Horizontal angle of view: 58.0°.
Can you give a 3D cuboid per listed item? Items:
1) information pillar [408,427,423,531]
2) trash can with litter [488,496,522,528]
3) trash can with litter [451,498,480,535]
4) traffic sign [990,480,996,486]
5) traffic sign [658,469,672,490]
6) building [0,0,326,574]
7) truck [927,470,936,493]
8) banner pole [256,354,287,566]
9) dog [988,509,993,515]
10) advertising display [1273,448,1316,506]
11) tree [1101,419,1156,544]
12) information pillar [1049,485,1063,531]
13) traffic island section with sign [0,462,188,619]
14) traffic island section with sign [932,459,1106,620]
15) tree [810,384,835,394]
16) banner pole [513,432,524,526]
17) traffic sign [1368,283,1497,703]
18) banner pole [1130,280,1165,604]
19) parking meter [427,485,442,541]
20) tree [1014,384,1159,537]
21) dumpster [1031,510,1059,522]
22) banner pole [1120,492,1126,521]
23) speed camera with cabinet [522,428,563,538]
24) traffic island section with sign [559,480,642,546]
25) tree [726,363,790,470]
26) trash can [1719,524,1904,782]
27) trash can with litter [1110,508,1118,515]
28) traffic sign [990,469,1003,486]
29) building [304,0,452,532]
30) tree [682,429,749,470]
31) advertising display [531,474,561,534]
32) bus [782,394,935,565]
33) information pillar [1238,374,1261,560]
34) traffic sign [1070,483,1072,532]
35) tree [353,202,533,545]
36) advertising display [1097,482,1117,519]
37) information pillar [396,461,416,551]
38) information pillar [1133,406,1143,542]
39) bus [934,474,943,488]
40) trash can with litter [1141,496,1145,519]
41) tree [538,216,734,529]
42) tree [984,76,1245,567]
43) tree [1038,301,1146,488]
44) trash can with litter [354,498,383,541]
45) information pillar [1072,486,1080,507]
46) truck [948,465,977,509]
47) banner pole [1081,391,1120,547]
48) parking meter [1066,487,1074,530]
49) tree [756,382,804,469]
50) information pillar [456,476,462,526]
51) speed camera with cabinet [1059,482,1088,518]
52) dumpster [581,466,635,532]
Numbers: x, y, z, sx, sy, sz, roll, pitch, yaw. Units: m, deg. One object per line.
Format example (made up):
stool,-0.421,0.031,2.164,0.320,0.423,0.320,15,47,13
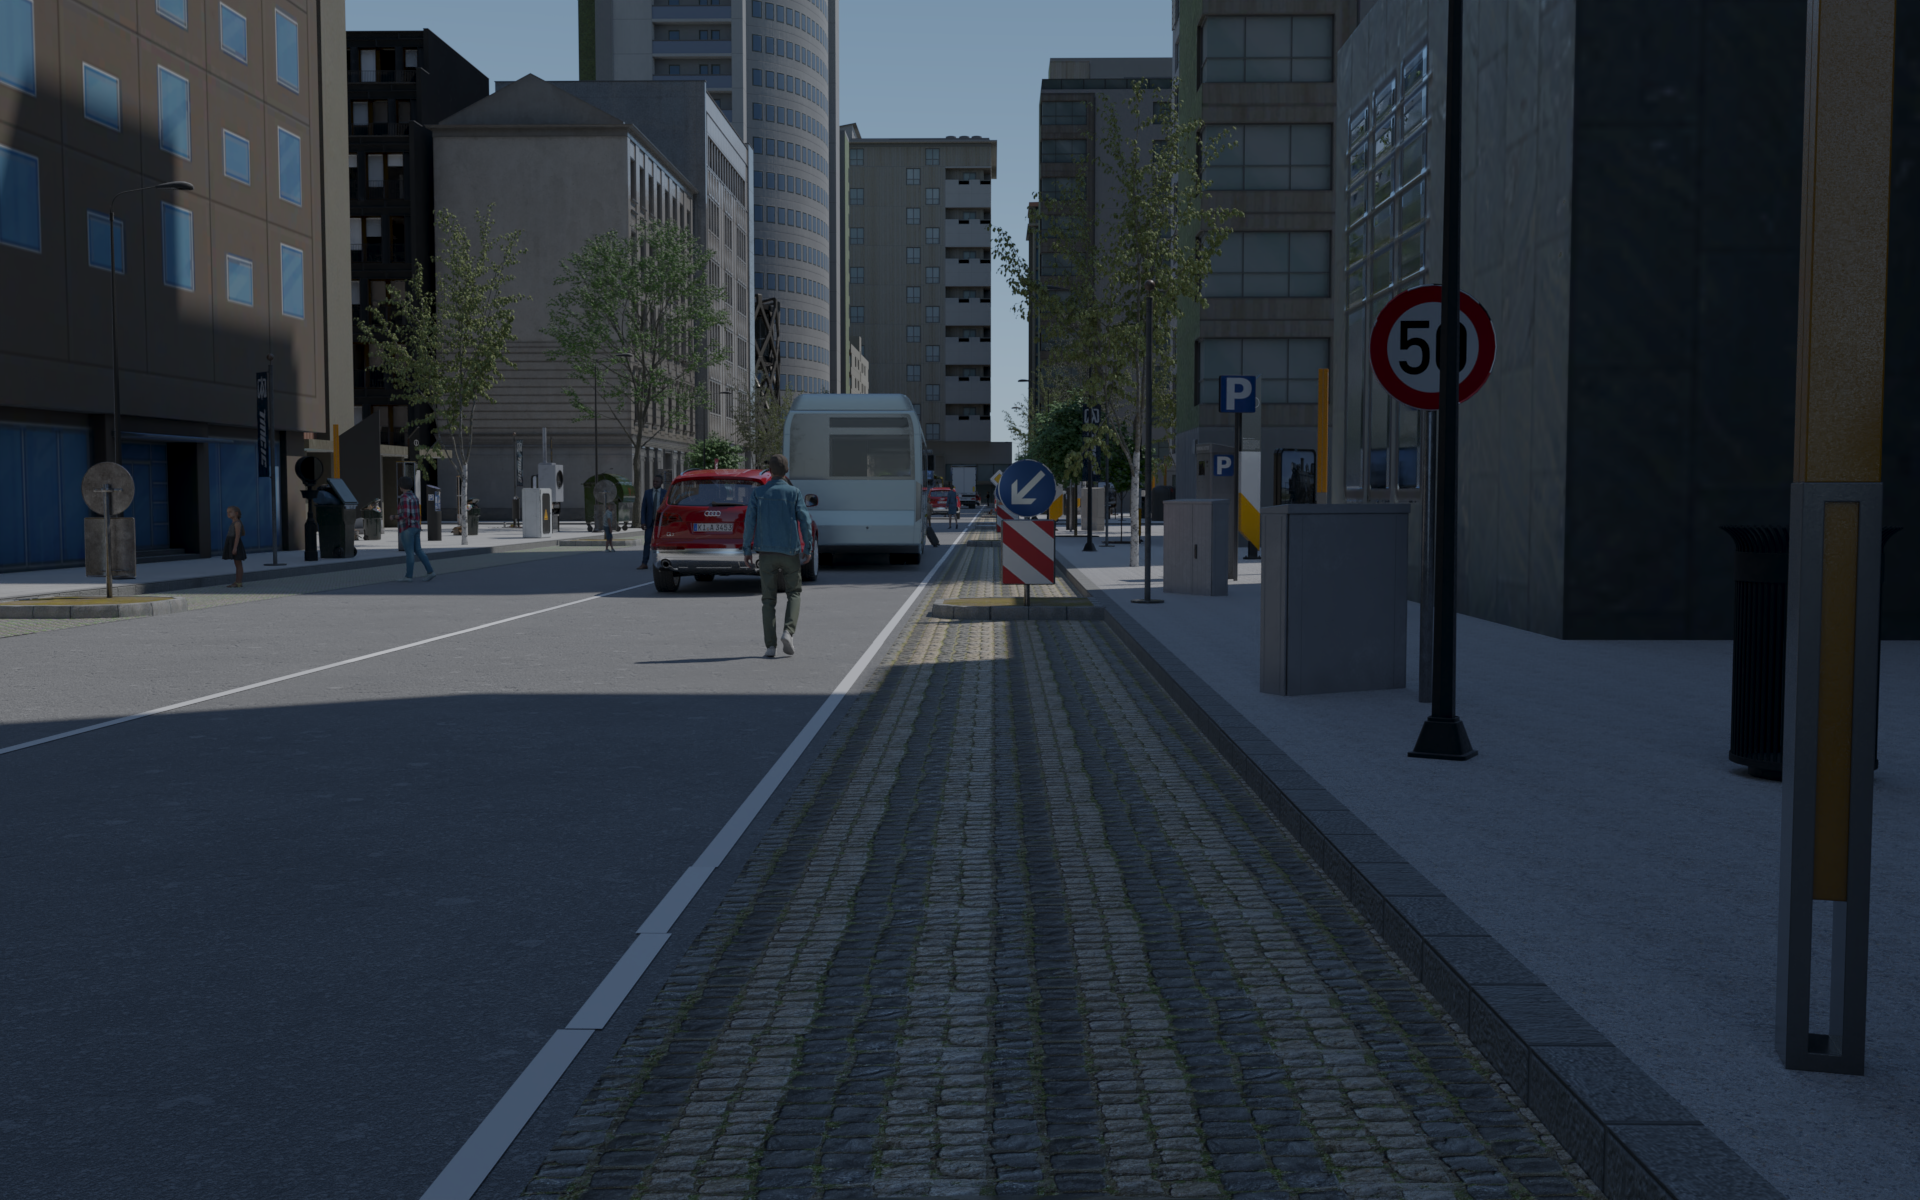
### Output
information pillar,-19.014,-4.221,60.374,0.183,3.616,0.504,2,4,28
trash can with litter,-16.729,-3.320,65.338,1.678,1.210,2.233,-2,4,-32
trash can with litter,-15.383,-2.589,53.713,1.055,1.170,0.624,2,4,32
traffic sign,1.757,-4.568,78.322,0.795,2.450,0.064,0,4,1
traffic sign,-12.004,-4.182,70.499,0.606,2.300,0.079,0,4,2
building,-21.738,-23.356,31.974,14.600,45.320,14.200,0,4,1
truck,-3.712,-11.577,179.036,2.967,4.110,18.799,0,4,1
banner pole,-12.458,-2.516,31.154,0.401,3.779,0.863,-3,5,-44
dog,1.881,-5.404,107.648,0.540,0.507,0.406,2,4,27
advertising display,4.756,-1.187,24.623,0.123,1.923,0.974,3,5,41
tree,4.316,-3.077,44.903,1.663,3.219,1.824,0,3,0
information pillar,3.333,-4.217,60.297,0.504,3.616,0.183,0,4,-6
traffic island section with sign,-10.441,-0.737,20.686,1.989,1.847,2.006,0,4,1
traffic island section with sign,0.676,-0.724,20.462,1.989,1.847,2.006,0,4,1
tree,-10.738,-13.021,147.301,7.601,10.594,8.767,2,4,34
banner pole,-17.941,-4.910,70.288,0.401,3.779,0.863,-3,5,-45
traffic sign,2.868,-0.642,10.595,0.768,2.556,0.104,0,4,4
banner pole,2.230,-1.869,20.581,0.401,3.779,0.863,0,4,4
parking meter,-14.394,-2.385,47.411,0.372,1.533,0.369,0,3,0
tree,3.405,-4.181,52.080,4.285,4.588,4.351,0,3,0
dumpster,3.905,-4.741,80.003,1.502,2.255,1.985,0,4,1
banner pole,7.706,-5.699,83.194,0.401,3.779,0.863,-1,4,-20
speed camera with cabinet,-12.257,-3.461,50.919,0.660,3.252,2.038,0,4,6
traffic island section with sign,-9.918,-2.415,48.111,1.989,1.847,2.006,0,4,1
tree,-11.367,-9.018,97.800,4.360,8.622,3.978,0,3,0
trash can,3.828,0.233,7.841,0.748,1.137,0.748,0,3,0
trash can with litter,9.028,-5.731,104.752,1.678,1.210,2.233,1,4,11
traffic sign,1.603,-4.079,70.338,0.795,2.450,0.064,0,4,1
building,-34.705,-24.599,56.826,28.867,44.769,22.147,0,4,1
tree,-12.446,-6.379,88.010,4.285,4.588,4.351,0,3,0
advertising display,-14.056,-3.277,58.791,0.974,1.923,0.123,-2,4,-30
bus,-2.049,-2.661,38.368,2.948,3.499,13.247,0,4,-1
information pillar,5.676,-2.600,33.865,0.504,3.616,0.183,-2,4,-29
traffic sign,3.777,-3.598,58.927,0.768,2.556,0.104,1,4,10
tree,-12.700,-5.705,43.642,4.737,8.622,4.395,0,3,0
advertising display,7.442,-5.046,87.709,0.974,1.923,0.123,0,4,7
information pillar,-12.415,-2.102,38.859,0.304,2.012,0.304,3,5,40
information pillar,4.767,-3.376,46.545,0.183,3.616,0.504,-1,4,-14
bus,-3.636,-13.270,208.504,2.896,3.916,12.252,0,4,3
trash can with litter,9.612,-4.842,90.556,0.624,1.170,1.055,1,4,21
tree,-11.978,-8.485,64.491,9.928,11.665,9.643,0,3,0
tree,2.876,-4.897,30.423,4.737,8.622,4.395,0,3,0
tree,4.919,-7.046,65.566,4.360,8.622,3.978,0,3,0
trash can with litter,-16.522,-2.234,47.908,1.055,1.170,0.624,-1,4,-8
information pillar,7.062,-6.977,105.430,0.504,3.616,0.183,1,4,21
truck,0.299,-11.215,172.283,2.839,4.237,11.283,0,4,-1
banner pole,3.360,-3.190,42.180,0.863,3.779,0.401,1,4,20
parking meter,3.960,-3.259,61.693,0.372,1.533,0.369,0,3,0
tree,-11.703,-10.000,113.855,4.737,8.622,4.395,0,3,0
information pillar,-20.301,-4.039,70.530,0.304,2.012,0.304,-2,4,-30
speed camera with cabinet,6.130,-6.123,94.442,2.038,3.252,0.660,-3,4,-37
dumpster,-12.066,-3.476,59.334,1.502,2.255,1.985,0,4,1
